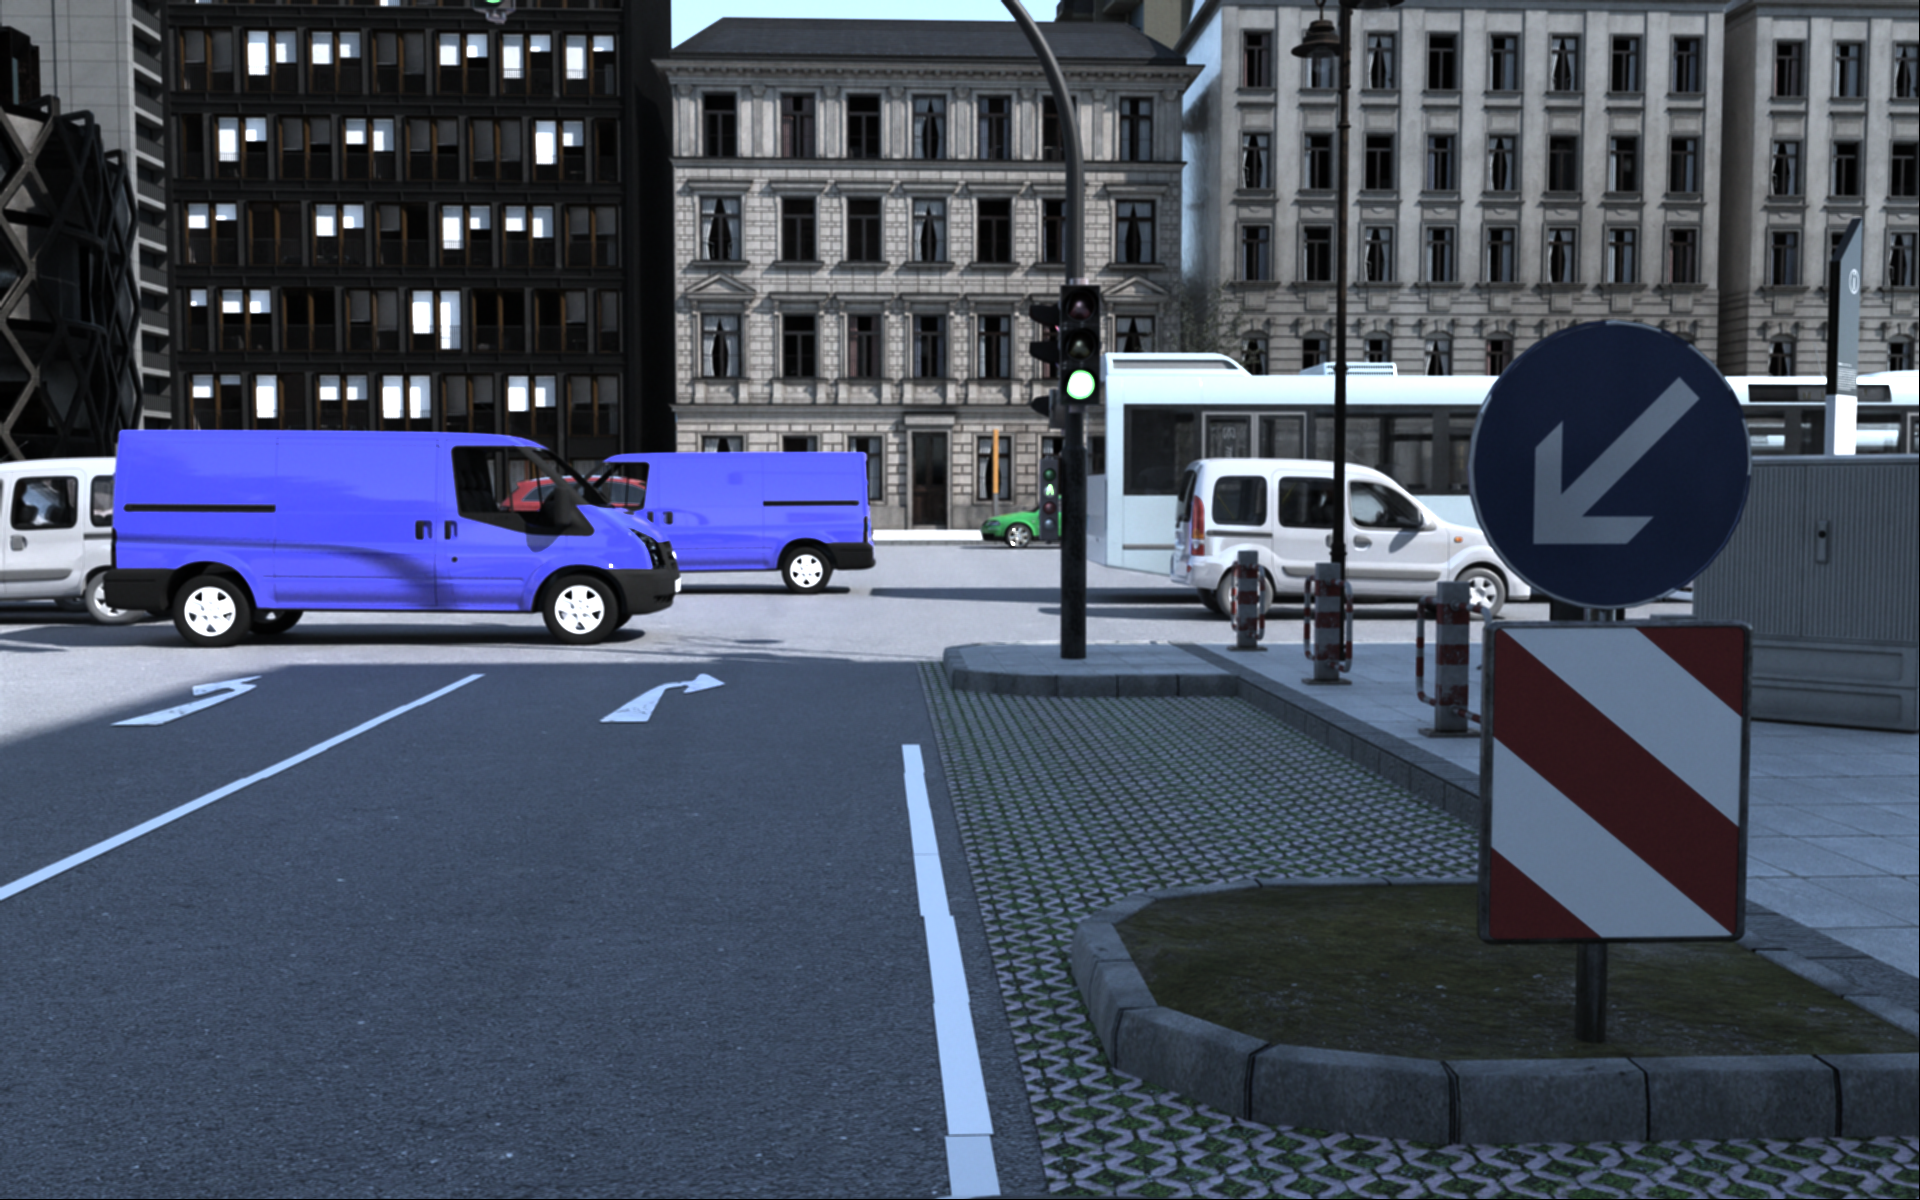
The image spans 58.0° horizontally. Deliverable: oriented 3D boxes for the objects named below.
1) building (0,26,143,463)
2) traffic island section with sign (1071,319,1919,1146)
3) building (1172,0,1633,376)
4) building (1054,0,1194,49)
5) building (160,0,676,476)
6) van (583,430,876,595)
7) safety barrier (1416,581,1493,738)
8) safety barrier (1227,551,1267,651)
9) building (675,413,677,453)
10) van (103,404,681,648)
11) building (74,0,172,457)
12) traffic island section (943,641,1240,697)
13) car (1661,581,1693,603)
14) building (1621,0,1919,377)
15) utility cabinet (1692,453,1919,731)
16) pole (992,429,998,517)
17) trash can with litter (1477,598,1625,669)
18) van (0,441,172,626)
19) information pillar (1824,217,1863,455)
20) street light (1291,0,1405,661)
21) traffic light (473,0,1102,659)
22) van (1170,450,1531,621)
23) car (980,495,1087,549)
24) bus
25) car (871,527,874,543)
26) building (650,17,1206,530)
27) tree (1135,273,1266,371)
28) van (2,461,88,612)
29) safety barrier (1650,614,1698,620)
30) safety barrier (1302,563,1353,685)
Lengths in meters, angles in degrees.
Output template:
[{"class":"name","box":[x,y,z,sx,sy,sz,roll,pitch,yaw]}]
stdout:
[{"class":"building","box":[-41.469,-12.164,66.330,16.811,18.784,16.820,0,4,-3]},{"class":"traffic island section with sign","box":[1.347,0.238,4.743,1.989,1.847,2.006,0,4,-3]},{"class":"building","box":[17.533,-13.187,64.753,18.267,20.994,9.793,0,4,-3]},{"class":"building","box":[18.839,-29.308,133.809,22.147,44.769,28.867,0,4,-3]},{"class":"building","box":[-19.489,-14.423,65.496,15.834,23.373,12.332,0,4,-3]},{"class":"van","box":[-3.866,-1.285,25.396,5.245,2.365,2.240,0,4,-3]},{"class":"safety barrier","box":[2.611,0.311,9.187,0.300,0.817,1.120,0,4,-3]},{"class":"safety barrier","box":[2.358,0.004,14.211,0.300,0.817,1.120,0,4,-3]},{"class":"building","box":[-41.349,-35.119,224.311,14.200,45.320,14.600,0,4,-3]},{"class":"van","box":[-5.422,-0.777,17.091,5.245,2.365,2.240,0,4,-5]},{"class":"building","box":[-60.068,-41.499,116.761,20.563,71.187,20.611,0,4,-3]},{"class":"traffic island section","box":[0.900,0.532,13.582,2.009,0.180,2.903,0,4,-3]},{"class":"car","box":[10.089,-0.382,18.613,4.827,1.381,2.083,0,4,-4]},{"class":"building","box":[36.468,-13.269,66.103,18.267,20.994,9.793,0,4,-3]},{"class":"utility cabinet","box":[4.738,-0.060,9.662,1.173,1.500,0.318,3,5,41]},{"class":"pole","box":[1.117,-3.718,54.626,0.158,3.312,0.155,0,3,0]},{"class":"trash can with litter","box":[4.867,-0.082,12.402,2.233,1.210,1.678,2,4,35]},{"class":"van","box":[-10.625,-0.764,19.500,4.112,2.044,2.013,0,4,-4]},{"class":"information pillar","box":[7.437,-1.423,14.618,0.504,3.616,0.183,-3,5,-44]},{"class":"street light","box":[2.912,-2.472,13.205,0.468,5.910,1.993,0,4,-3]},{"class":"traffic light","box":[-1.225,-2.358,13.219,4.771,5.953,1.251,0,4,-3]},{"class":"van","box":[4.551,-0.810,20.256,4.112,2.044,2.013,0,4,-1]},{"class":"car","box":[2.889,-2.274,45.980,4.718,1.807,1.959,0,4,-2]},{"class":"bus","box":[8.452,-1.764,23.707,13.247,3.499,2.948,0,4,-2]},{"class":"car","box":[-4.250,-2.048,43.277,4.222,1.686,2.009,0,4,-5]},{"class":"building","box":[-1.314,-12.300,65.734,19.286,19.102,10.561,0,4,-3]},{"class":"tree","box":[7.903,-6.535,57.206,4.360,8.622,3.978,0,3,0]},{"class":"van","box":[-12.035,-0.892,21.596,4.112,2.044,2.013,0,4,-4]},{"class":"safety barrier","box":[2.739,0.465,6.672,0.300,0.817,1.120,0,4,-3]},{"class":"safety barrier","box":[2.481,0.158,11.699,0.300,0.817,1.120,0,4,-3]}]
